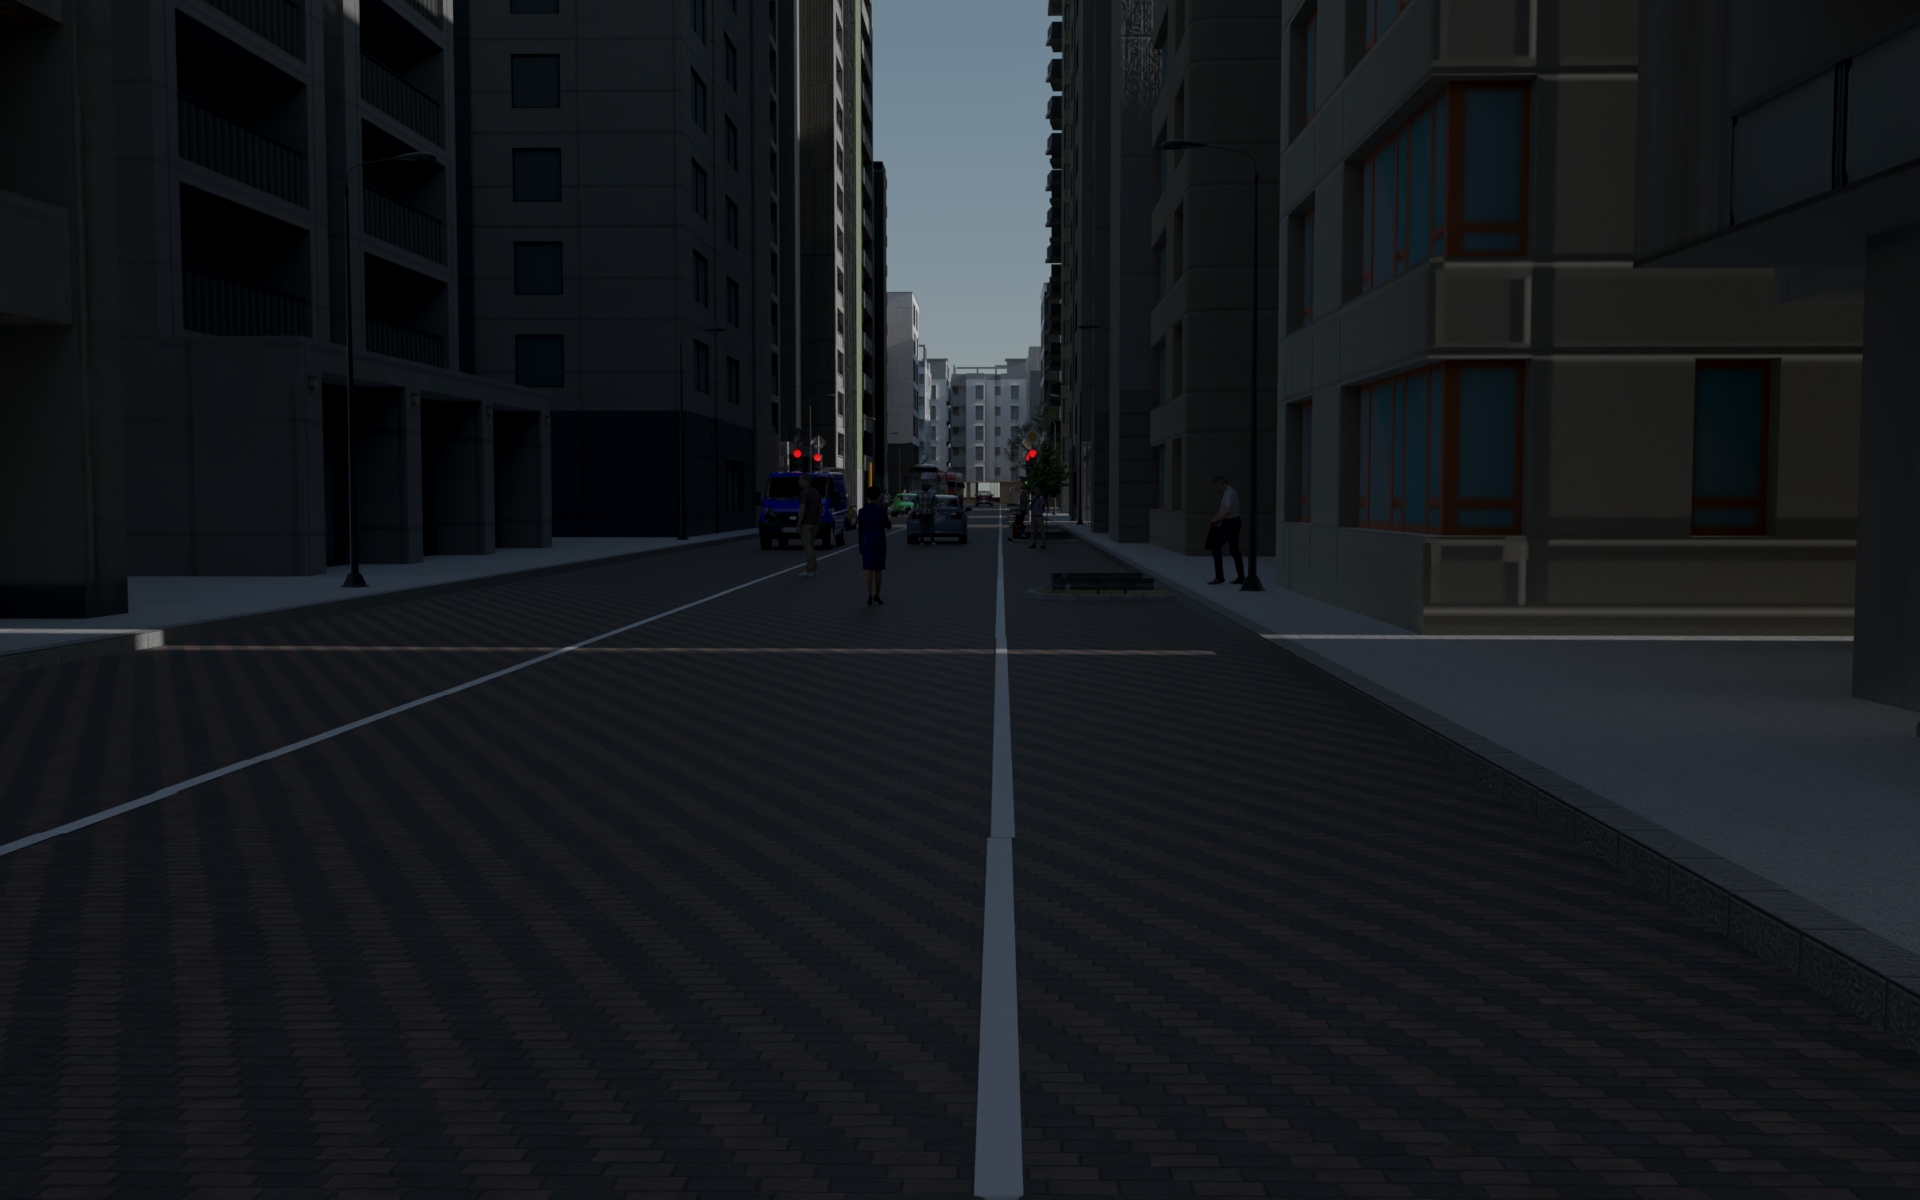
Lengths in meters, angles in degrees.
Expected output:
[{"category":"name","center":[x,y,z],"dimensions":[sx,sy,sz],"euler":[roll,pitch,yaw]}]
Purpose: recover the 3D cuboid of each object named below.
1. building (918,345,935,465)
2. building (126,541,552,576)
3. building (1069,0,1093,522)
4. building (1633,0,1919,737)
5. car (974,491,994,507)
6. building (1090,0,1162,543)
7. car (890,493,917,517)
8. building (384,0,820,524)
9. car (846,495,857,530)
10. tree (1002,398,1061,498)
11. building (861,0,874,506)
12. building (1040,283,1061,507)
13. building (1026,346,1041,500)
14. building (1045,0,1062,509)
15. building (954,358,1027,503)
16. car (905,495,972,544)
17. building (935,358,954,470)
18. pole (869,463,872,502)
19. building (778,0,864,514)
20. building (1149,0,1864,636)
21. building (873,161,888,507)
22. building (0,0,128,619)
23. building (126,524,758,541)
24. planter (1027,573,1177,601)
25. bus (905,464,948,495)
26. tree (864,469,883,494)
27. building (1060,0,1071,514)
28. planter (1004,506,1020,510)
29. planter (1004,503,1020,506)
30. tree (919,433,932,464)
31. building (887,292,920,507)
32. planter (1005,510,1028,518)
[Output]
[{"category":"building","center":[-9.559,-22.550,225.106],"dimensions":[11.380,20.091,16.016],"euler":[0,4,1]},{"category":"building","center":[-20.137,-36.517,35.308],"dimensions":[20.563,71.187,20.611],"euler":[0,4,1]},{"category":"building","center":[16.278,-39.779,88.639],"dimensions":[20.611,71.187,20.563],"euler":[0,4,1]},{"category":"building","center":[10.895,-19.758,6.640],"dimensions":[14.154,41.232,14.086],"euler":[0,4,1]},{"category":"car","center":[2.782,-11.648,199.115],"dimensions":[2.281,1.827,5.304],"euler":[0,4,1]},{"category":"building","center":[14.941,-31.503,57.069],"dimensions":[21.231,58.520,28.212],"euler":[0,4,1]},{"category":"car","center":[-3.333,-6.072,108.073],"dimensions":[1.959,1.807,4.718],"euler":[0,4,2]},{"category":"building","center":[-18.034,-39.832,89.506],"dimensions":[20.563,71.187,20.611],"euler":[0,4,1]},{"category":"car","center":[-5.093,-3.620,69.410],"dimensions":[2.015,1.641,3.980],"euler":[0,4,1]},{"category":"tree","center":[7.654,-13.908,161.802],"dimensions":[8.767,10.594,7.601],"euler":[-3,4,-36]},{"category":"building","center":[-17.678,-30.680,125.324],"dimensions":[21.300,48.544,21.600],"euler":[0,4,1]},{"category":"building","center":[22.410,-20.758,183.373],"dimensions":[27.936,21.610,32.646],"euler":[0,4,1]},{"category":"building","center":[16.827,-21.354,215.602],"dimensions":[16.747,18.905,31.486],"euler":[0,4,1]},{"category":"building","center":[18.116,-29.698,140.188],"dimensions":[22.147,44.769,28.867],"euler":[0,4,1]},{"category":"building","center":[4.345,-23.939,247.822],"dimensions":[11.380,20.091,16.016],"euler":[0,4,1]},{"category":"car","center":[-0.651,-2.405,51.329],"dimensions":[2.014,1.417,4.499],"euler":[0,4,1]},{"category":"building","center":[-7.179,-23.935,247.755],"dimensions":[11.380,20.091,16.016],"euler":[0,4,1]},{"category":"pole","center":[-5.849,-7.275,112.782],"dimensions":[0.158,3.312,0.155],"euler":[0,3,0]},{"category":"building","center":[-13.598,-25.935,107.638],"dimensions":[14.154,41.232,14.086],"euler":[0,4,1]},{"category":"building","center":[18.360,-11.261,29.157],"dimensions":[27.650,21.520,28.899],"euler":[0,4,1]},{"category":"building","center":[-13.481,-22.782,144.183],"dimensions":[14.160,30.474,14.107],"euler":[0,4,1]},{"category":"building","center":[-19.843,-23.439,6.933],"dimensions":[21.300,48.544,21.600],"euler":[0,4,1]},{"category":"building","center":[-18.001,-37.997,59.507],"dimensions":[20.611,71.187,20.563],"euler":[0,4,1]},{"category":"planter","center":[1.929,-0.183,24.129],"dimensions":[1.991,0.319,1.994],"euler":[0,4,1]},{"category":"bus","center":[-2.671,-9.381,144.921],"dimensions":[2.896,3.916,12.252],"euler":[0,4,3]},{"category":"tree","center":[-6.204,-7.642,119.547],"dimensions":[1.663,3.219,1.824],"euler":[0,3,0]},{"category":"building","center":[13.935,-26.627,118.951],"dimensions":[14.154,41.232,14.086],"euler":[0,4,1]},{"category":"planter","center":[4.475,-6.854,133.201],"dimensions":[1.991,0.319,1.994],"euler":[0,4,1]},{"category":"planter","center":[5.635,-9.884,182.750],"dimensions":[1.991,0.319,1.994],"euler":[0,4,1]},{"category":"tree","center":[-5.550,-15.855,209.598],"dimensions":[4.360,8.622,3.978],"euler":[0,3,0]},{"category":"building","center":[-18.749,-20.134,173.170],"dimensions":[27.936,21.610,32.646],"euler":[0,4,1]},{"category":"planter","center":[3.843,-5.176,105.774],"dimensions":[1.991,0.319,1.994],"euler":[0,4,1]}]
